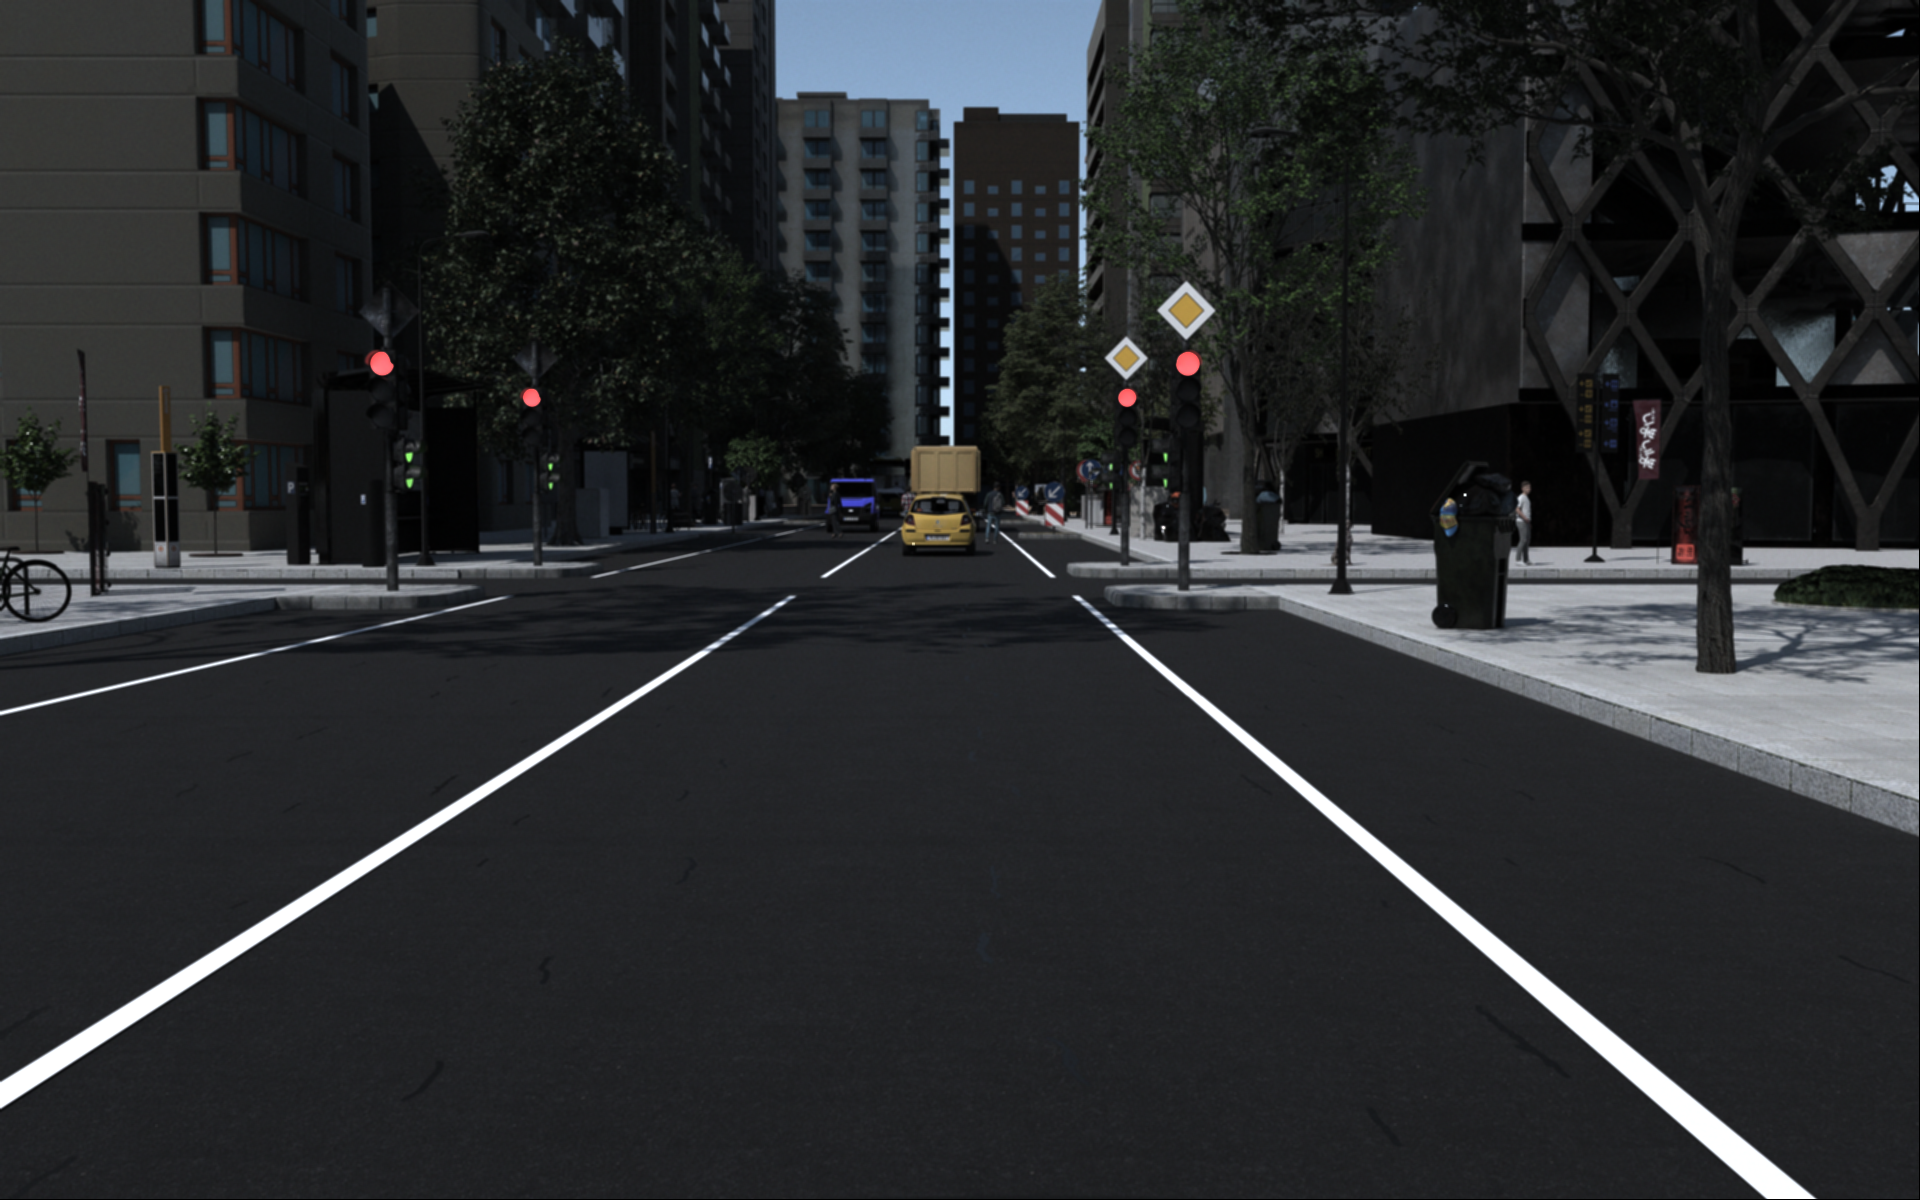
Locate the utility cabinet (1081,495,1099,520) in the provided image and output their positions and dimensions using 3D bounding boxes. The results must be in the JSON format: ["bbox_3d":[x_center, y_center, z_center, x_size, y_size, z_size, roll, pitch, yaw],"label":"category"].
[{"bbox_3d":[6.426,-4.496,84.677,1.020,1.237,0.306,-2,4,-30],"label":"utility cabinet"}]

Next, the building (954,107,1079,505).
[{"bbox_3d":[6.389,-33.872,203.910,14.200,45.320,14.600,0,4,0],"label":"building"}]

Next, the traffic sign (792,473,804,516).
[{"bbox_3d":[-9.669,-6.317,103.394,0.768,2.556,0.104,0,4,3],"label":"traffic sign"}]

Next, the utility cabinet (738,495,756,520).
[{"bbox_3d":[-10.383,-4.511,84.920,1.020,1.237,0.306,2,4,25],"label":"utility cabinet"}]

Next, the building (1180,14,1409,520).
[{"bbox_3d":[19.455,-16.988,95.779,12.078,24.808,19.932,0,4,0],"label":"building"}]

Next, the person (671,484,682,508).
[{"bbox_3d":[-12.927,-4.410,78.716,0.480,1.755,0.524,0,4,7],"label":"person"}]

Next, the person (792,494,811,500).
[{"bbox_3d":[-11.163,-7.092,122.002,1.348,1.823,0.705,0,4,-6],"label":"person"}]

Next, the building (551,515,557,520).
[{"bbox_3d":[-29.912,-28.717,89.136,23.786,49.044,30.456,0,4,0],"label":"building"}]

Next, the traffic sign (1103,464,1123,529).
[{"bbox_3d":[5.658,-3.910,64.036,0.768,2.556,0.104,0,4,4],"label":"traffic sign"}]

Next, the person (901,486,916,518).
[{"bbox_3d":[-1.735,-3.062,59.400,0.563,1.720,0.643,-1,4,-17],"label":"person"}]

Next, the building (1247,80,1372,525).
[{"bbox_3d":[21.042,-12.781,76.424,16.820,18.784,16.811,0,4,0],"label":"building"}]

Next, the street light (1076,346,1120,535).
[{"bbox_3d":[4.325,-5.006,54.387,1.470,5.913,1.316,0,4,0],"label":"street light"}]

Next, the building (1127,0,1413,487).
[{"bbox_3d":[23.775,-36.323,135.878,21.231,58.520,28.212,0,4,0],"label":"building"}]

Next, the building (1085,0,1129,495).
[{"bbox_3d":[23.239,-32.921,161.955,21.300,48.544,21.600,0,4,0],"label":"building"}]

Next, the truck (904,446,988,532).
[{"bbox_3d":[-0.554,-4.429,68.341,3.469,3.379,9.791,0,4,0],"label":"truck"}]

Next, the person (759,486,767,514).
[{"bbox_3d":[-12.397,-6.352,109.764,0.599,1.838,0.709,1,4,22],"label":"person"}]

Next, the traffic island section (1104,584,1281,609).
[{"bbox_3d":[2.993,-0.045,23.019,2.009,0.180,2.903,0,4,0],"label":"traffic island section"}]

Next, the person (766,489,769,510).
[{"bbox_3d":[-15.680,-8.323,142.134,1.348,1.823,0.705,0,4,5],"label":"person"}]

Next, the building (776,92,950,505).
[{"bbox_3d":[-16.480,-36.061,209.210,30.456,49.044,23.786,0,4,0],"label":"building"}]

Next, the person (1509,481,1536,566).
[{"bbox_3d":[10.121,-1.372,31.065,0.523,1.515,0.503,0,4,3],"label":"person"}]

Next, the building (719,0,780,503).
[{"bbox_3d":[-28.401,-44.299,162.533,20.611,71.187,20.563,0,4,0],"label":"building"}]

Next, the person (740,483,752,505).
[{"bbox_3d":[-10.281,-4.700,83.065,0.592,1.802,0.473,0,4,0],"label":"person"}]

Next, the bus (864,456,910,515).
[{"bbox_3d":[-4.703,-7.539,114.812,2.896,3.916,12.252,0,4,-1],"label":"bus"}]

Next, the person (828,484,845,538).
[{"bbox_3d":[-4.000,-2.895,56.249,0.534,1.772,0.576,0,4,1],"label":"person"}]

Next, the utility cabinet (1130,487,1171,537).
[{"bbox_3d":[5.615,-2.586,50.963,1.173,1.500,0.318,1,4,21],"label":"utility cabinet"}]

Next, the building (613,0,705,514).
[{"bbox_3d":[-24.880,-26.278,113.242,14.154,41.232,14.086,0,4,0],"label":"building"}]

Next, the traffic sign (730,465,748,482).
[{"bbox_3d":[-9.777,-4.695,76.504,0.795,2.593,0.064,0,4,4],"label":"traffic sign"}]

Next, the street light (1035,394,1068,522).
[{"bbox_3d":[4.301,-6.584,80.183,1.470,5.913,1.316,0,4,0],"label":"street light"}]

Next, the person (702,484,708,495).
[{"bbox_3d":[-13.873,-5.452,95.168,0.794,1.824,0.713,3,5,40],"label":"person"}]

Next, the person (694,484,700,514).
[{"bbox_3d":[-13.692,-5.097,89.474,0.767,1.812,0.694,-3,5,-39],"label":"person"}]

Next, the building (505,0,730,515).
[{"bbox_3d":[-30.111,-31.589,136.094,23.786,49.044,30.456,0,4,0],"label":"building"}]

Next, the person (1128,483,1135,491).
[{"bbox_3d":[7.896,-4.531,80.096,0.580,1.828,0.573,3,4,36],"label":"person"}]

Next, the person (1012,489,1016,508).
[{"bbox_3d":[4.939,-9.200,157.178,0.721,1.736,1.217,0,4,-8],"label":"person"}]

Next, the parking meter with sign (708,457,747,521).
[{"bbox_3d":[-10.917,-5.219,81.592,1.738,3.016,0.543,-2,4,-27],"label":"parking meter with sign"}]

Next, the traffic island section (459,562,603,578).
[{"bbox_3d":[-7.569,-0.532,30.982,2.009,0.180,2.903,0,4,0],"label":"traffic island section"}]

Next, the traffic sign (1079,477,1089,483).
[{"bbox_3d":[5.690,-4.742,77.637,0.768,2.556,0.104,0,4,2],"label":"traffic sign"}]

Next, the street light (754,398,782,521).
[{"bbox_3d":[-9.238,-6.784,83.463,1.470,5.913,1.316,0,4,0],"label":"street light"}]

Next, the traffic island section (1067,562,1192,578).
[{"bbox_3d":[2.973,-0.534,31.004,2.009,0.180,2.903,0,4,0],"label":"traffic island section"}]

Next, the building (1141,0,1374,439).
[{"bbox_3d":[18.937,-26.400,115.229,14.154,41.232,14.086,0,4,0],"label":"building"}]

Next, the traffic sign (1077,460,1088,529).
[{"bbox_3d":[4.690,-3.911,64.054,0.768,2.556,0.104,0,4,6],"label":"traffic sign"}]

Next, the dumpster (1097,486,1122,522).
[{"bbox_3d":[6.668,-4.271,75.591,1.264,1.857,1.865,0,4,0],"label":"dumpster"}]

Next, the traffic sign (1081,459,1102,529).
[{"bbox_3d":[4.832,-3.883,63.601,0.768,2.556,0.104,1,4,10],"label":"traffic sign"}]

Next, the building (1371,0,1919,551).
[{"bbox_3d":[21.516,-10.948,46.447,16.811,18.784,16.820,0,4,0],"label":"building"}]

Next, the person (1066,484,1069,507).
[{"bbox_3d":[5.488,-5.307,92.617,0.655,1.846,0.447,0,4,3],"label":"person"}]

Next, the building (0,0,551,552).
[{"bbox_3d":[-29.706,-12.681,52.370,27.650,21.520,28.899,0,4,0],"label":"building"}]

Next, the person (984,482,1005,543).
[{"bbox_3d":[1.005,-2.539,50.358,0.623,1.781,0.721,0,4,3],"label":"person"}]

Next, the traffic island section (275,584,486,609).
[{"bbox_3d":[-7.548,-0.044,22.997,2.009,0.180,2.903,0,4,0],"label":"traffic island section"}]

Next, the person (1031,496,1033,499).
[{"bbox_3d":[6.110,-7.873,135.561,1.217,1.735,0.721,2,4,34],"label":"person"}]

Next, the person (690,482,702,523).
[{"bbox_3d":[-11.697,-4.290,76.359,0.590,1.801,0.661,-1,4,-14],"label":"person"}]

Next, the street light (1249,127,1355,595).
[{"bbox_3d":[4.363,-3.031,22.103,1.470,5.913,1.316,0,4,0],"label":"street light"}]

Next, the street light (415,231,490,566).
[{"bbox_3d":[-8.995,-3.559,30.734,1.470,5.913,1.316,0,4,0],"label":"street light"}]

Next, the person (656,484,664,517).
[{"bbox_3d":[-17.081,-5.614,97.810,0.713,1.824,0.794,-1,4,-19],"label":"person"}]

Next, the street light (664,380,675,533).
[{"bbox_3d":[-9.087,-5.181,57.248,1.470,5.913,1.316,0,4,0],"label":"street light"}]

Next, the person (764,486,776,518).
[{"bbox_3d":[-10.345,-5.390,94.519,0.694,1.780,0.624,2,4,28],"label":"person"}]

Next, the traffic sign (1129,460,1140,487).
[{"bbox_3d":[6.688,-3.951,64.700,0.768,2.556,0.104,0,4,4],"label":"traffic sign"}]

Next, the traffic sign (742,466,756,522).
[{"bbox_3d":[-9.716,-4.849,79.379,0.768,2.556,0.104,1,4,8],"label":"traffic sign"}]

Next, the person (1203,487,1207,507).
[{"bbox_3d":[8.626,-3.376,61.266,0.620,1.820,0.660,-1,4,-14],"label":"person"}]

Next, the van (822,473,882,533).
[{"bbox_3d":[-4.072,-3.776,66.125,2.240,2.365,5.245,0,4,-1],"label":"van"}]

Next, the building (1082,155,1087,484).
[{"bbox_3d":[27.912,-33.848,208.033,28.867,44.769,22.147,0,4,0],"label":"building"}]
